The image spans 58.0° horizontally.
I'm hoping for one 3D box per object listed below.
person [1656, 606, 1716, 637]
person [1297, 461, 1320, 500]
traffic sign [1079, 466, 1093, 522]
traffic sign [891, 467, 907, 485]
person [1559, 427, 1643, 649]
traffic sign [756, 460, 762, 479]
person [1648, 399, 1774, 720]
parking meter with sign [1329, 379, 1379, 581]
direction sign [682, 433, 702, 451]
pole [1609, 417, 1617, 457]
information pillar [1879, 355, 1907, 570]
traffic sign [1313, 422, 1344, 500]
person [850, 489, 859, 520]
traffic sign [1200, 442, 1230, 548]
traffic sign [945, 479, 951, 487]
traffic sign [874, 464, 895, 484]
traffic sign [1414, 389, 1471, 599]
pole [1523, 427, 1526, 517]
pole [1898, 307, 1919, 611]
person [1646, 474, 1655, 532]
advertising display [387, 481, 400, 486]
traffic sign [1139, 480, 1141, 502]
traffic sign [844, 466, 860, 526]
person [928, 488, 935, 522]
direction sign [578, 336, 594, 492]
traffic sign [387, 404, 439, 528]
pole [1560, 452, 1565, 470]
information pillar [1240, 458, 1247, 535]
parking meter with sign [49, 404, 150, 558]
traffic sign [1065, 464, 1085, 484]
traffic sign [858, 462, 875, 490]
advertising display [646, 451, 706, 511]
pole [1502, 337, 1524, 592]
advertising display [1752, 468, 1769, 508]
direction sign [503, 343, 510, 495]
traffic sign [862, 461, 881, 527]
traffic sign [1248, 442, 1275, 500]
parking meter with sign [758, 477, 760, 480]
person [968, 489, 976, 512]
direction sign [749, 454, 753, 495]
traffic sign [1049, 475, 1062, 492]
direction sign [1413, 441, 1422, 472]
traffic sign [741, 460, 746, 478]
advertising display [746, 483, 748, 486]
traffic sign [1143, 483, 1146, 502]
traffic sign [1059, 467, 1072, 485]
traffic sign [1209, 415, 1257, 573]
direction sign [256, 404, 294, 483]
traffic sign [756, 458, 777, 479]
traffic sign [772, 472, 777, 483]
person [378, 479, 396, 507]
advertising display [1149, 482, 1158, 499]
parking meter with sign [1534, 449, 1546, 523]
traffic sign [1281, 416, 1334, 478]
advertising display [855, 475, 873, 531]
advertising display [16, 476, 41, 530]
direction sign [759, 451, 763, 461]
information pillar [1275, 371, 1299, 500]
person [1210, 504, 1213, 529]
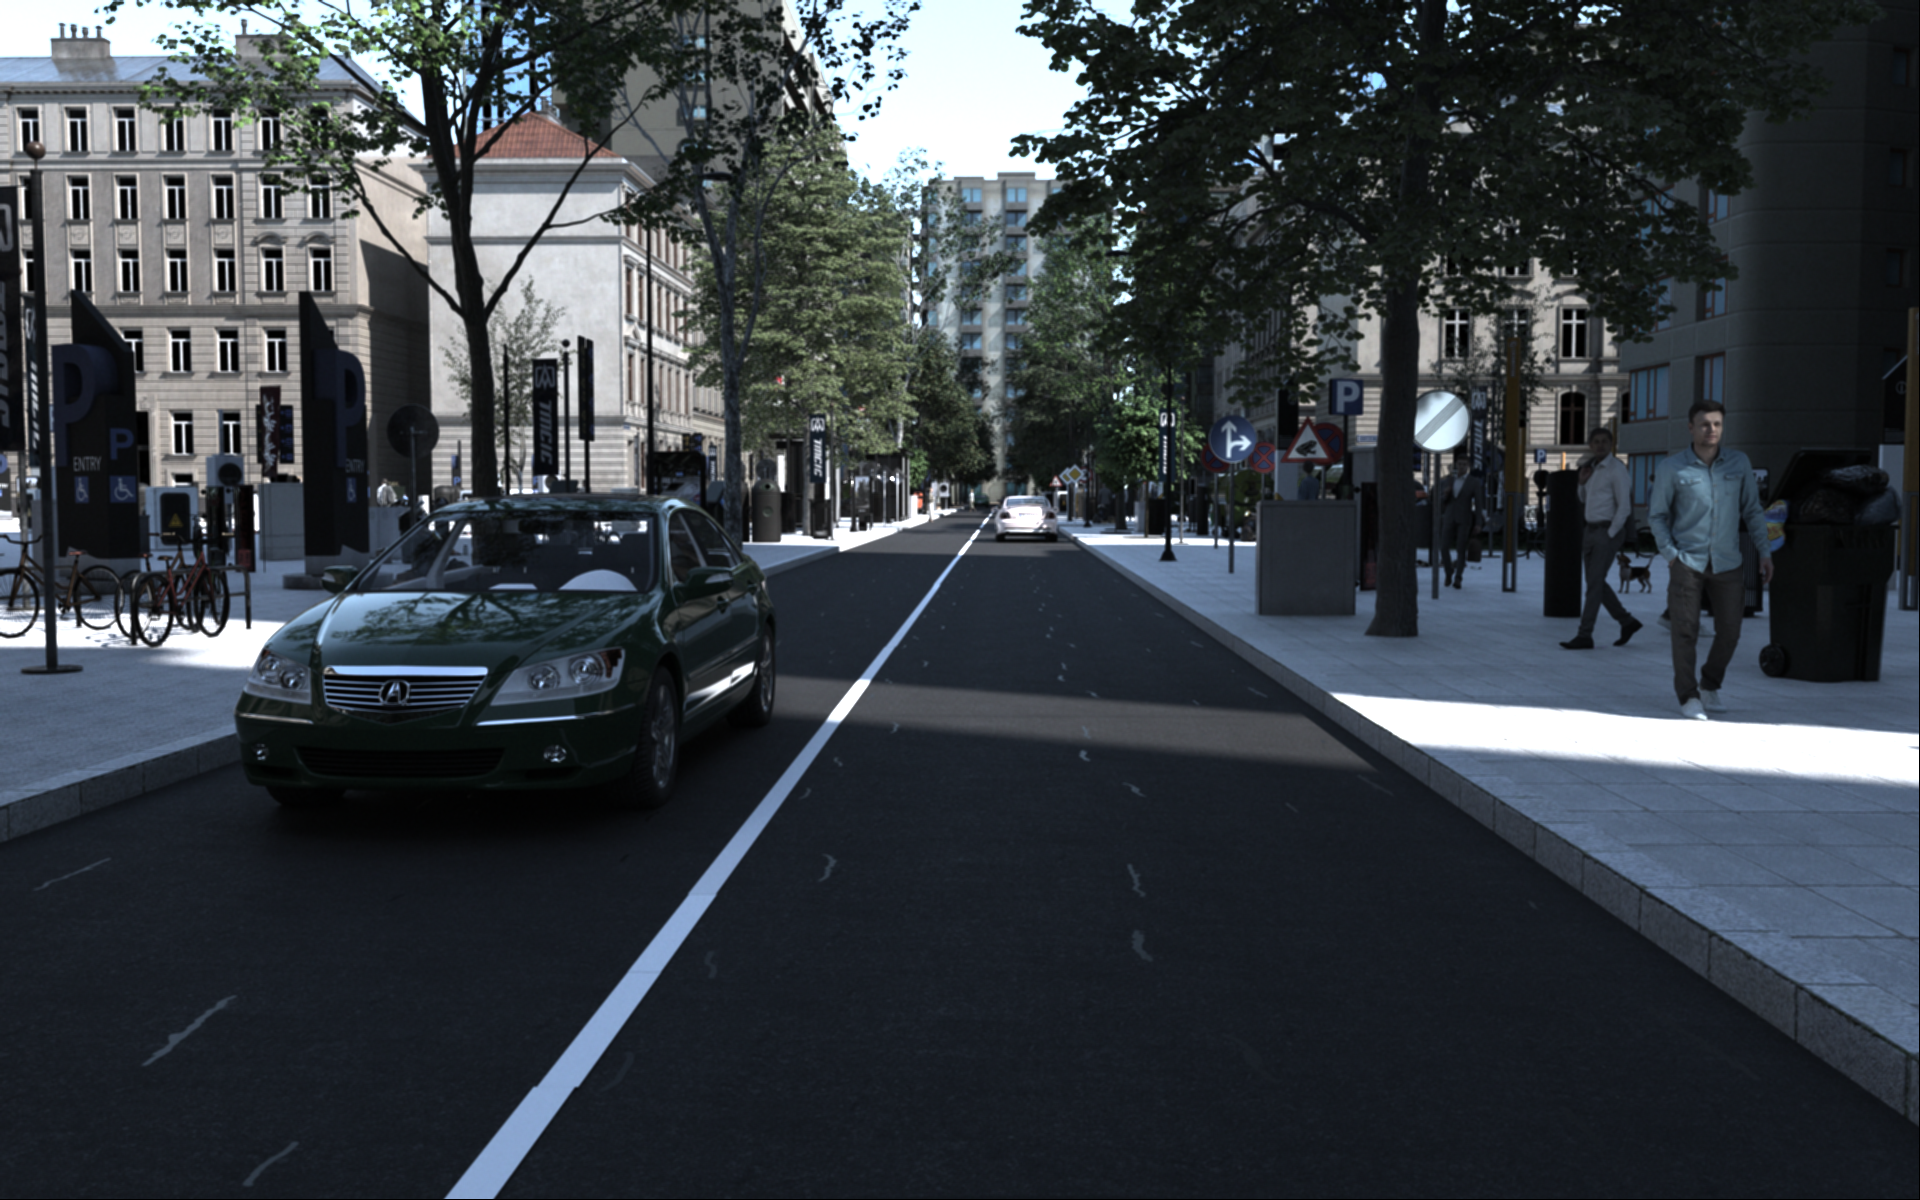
[{"bbox_3d":[6.645,-0.593,15.755,0.620,1.820,0.660,3,4,37],"label":"person"},{"bbox_3d":[5.651,-1.337,27.932,0.581,1.822,0.654,-2,4,-28],"label":"person"},{"bbox_3d":[5.724,-4.858,79.536,0.768,2.556,0.104,0,4,6],"label":"traffic sign"},{"bbox_3d":[-2.725,-4.453,74.992,0.795,2.593,0.064,0,4,2],"label":"traffic sign"},{"bbox_3d":[5.352,-0.509,14.462,0.850,1.850,0.679,-1,4,-16],"label":"person"},{"bbox_3d":[-7.032,-3.827,62.670,0.768,2.556,0.104,1,4,10],"label":"traffic sign"},{"bbox_3d":[4.333,-0.245,10.062,0.660,1.820,0.620,0,4,1],"label":"person"},{"bbox_3d":[6.101,-1.788,25.494,0.543,3.016,1.738,-1,4,-18],"label":"parking meter with sign"},{"bbox_3d":[-9.914,-4.416,64.199,0.876,3.537,0.379,2,4,26],"label":"direction sign"},{"bbox_3d":[17.313,-3.192,46.037,0.158,3.312,0.155,0,3,0],"label":"pole"},{"bbox_3d":[15.713,-2.312,29.148,0.504,3.616,0.183,-1,4,-11],"label":"information pillar"},{"bbox_3d":[6.487,-1.884,30.904,0.768,2.556,0.104,0,4,3],"label":"traffic sign"},{"bbox_3d":[-5.096,-4.799,84.479,0.580,1.828,0.573,0,4,-5],"label":"person"},{"bbox_3d":[6.047,-2.491,40.826,0.768,2.556,0.104,0,4,7],"label":"traffic sign"},{"bbox_3d":[-1.170,-9.088,148.690,0.768,2.556,0.104,0,4,4],"label":"traffic sign"},{"bbox_3d":[-2.939,-3.965,67.010,0.795,2.593,0.064,0,4,2],"label":"traffic sign"},{"bbox_3d":[5.819,-1.286,21.129,0.768,2.556,0.104,0,4,7],"label":"traffic sign"},{"bbox_3d":[17.215,-3.624,53.095,0.158,3.312,0.155,0,3,0],"label":"pole"},{"bbox_3d":[10.481,-1.541,19.038,0.158,3.312,0.155,0,3,0],"label":"pole"},{"bbox_3d":[19.007,-2.530,47.432,0.581,1.822,0.654,-3,4,-36],"label":"person"},{"bbox_3d":[-28.084,-4.930,85.826,0.123,1.923,0.974,1,4,17],"label":"advertising display"},{"bbox_3d":[8.239,-4.846,79.339,0.768,2.556,0.104,0,4,3],"label":"traffic sign"},{"bbox_3d":[-3.942,-3.732,63.146,0.606,2.300,0.079,0,4,4],"label":"traffic sign"},{"bbox_3d":[-1.478,-4.909,89.319,0.362,1.759,0.519,0,4,-6],"label":"person"},{"bbox_3d":[-5.438,-2.034,25.259,0.379,3.537,0.876,0,4,0],"label":"direction sign"},{"bbox_3d":[-7.772,-1.499,24.611,0.768,2.556,0.104,0,4,5],"label":"traffic sign"},{"bbox_3d":[29.432,-5.553,84.640,0.158,3.312,0.155,0,3,0],"label":"pole"},{"bbox_3d":[8.928,-3.854,54.366,0.183,3.616,0.504,1,4,20],"label":"information pillar"},{"bbox_3d":[-16.979,-2.322,34.221,0.543,3.016,1.738,3,4,38],"label":"parking meter with sign"},{"bbox_3d":[4.452,-3.951,66.793,0.795,2.593,0.064,0,4,2],"label":"traffic sign"},{"bbox_3d":[-5.291,-7.055,109.214,2.265,3.308,0.079,0,4,5],"label":"traffic sign"},{"bbox_3d":[-4.282,-1.280,26.142,0.974,1.923,0.123,1,4,22],"label":"advertising display"},{"bbox_3d":[7.219,-1.762,22.659,0.158,3.312,0.155,0,3,0],"label":"pole"},{"bbox_3d":[19.202,-2.264,42.227,0.974,1.923,0.123,0,4,-2],"label":"advertising display"},{"bbox_3d":[-6.925,-2.110,26.497,0.379,3.537,0.876,-1,4,-14],"label":"direction sign"},{"bbox_3d":[-3.437,-4.123,67.525,0.768,2.556,0.104,0,4,8],"label":"traffic sign"},{"bbox_3d":[7.377,-2.569,42.111,0.768,2.556,0.104,0,4,6],"label":"traffic sign"},{"bbox_3d":[-17.110,-9.157,145.982,0.543,3.016,1.738,1,4,17],"label":"parking meter with sign"},{"bbox_3d":[0.955,-7.777,135.875,0.641,1.798,0.478,0,4,2],"label":"person"},{"bbox_3d":[-11.811,-6.485,98.027,0.379,3.537,0.876,-1,4,-20],"label":"direction sign"},{"bbox_3d":[6.428,-7.103,116.143,0.884,2.594,0.081,1,4,9],"label":"traffic sign"},{"bbox_3d":[15.554,-4.164,60.078,0.876,3.537,0.379,1,4,19],"label":"direction sign"},{"bbox_3d":[-8.021,-3.773,61.795,0.768,2.556,0.104,1,4,8],"label":"traffic sign"},{"bbox_3d":[-12.655,-5.757,99.336,0.974,1.923,0.123,0,4,4],"label":"advertising display"},{"bbox_3d":[8.899,-5.110,83.651,0.768,2.556,0.104,0,4,2],"label":"traffic sign"},{"bbox_3d":[4.666,-4.439,74.775,0.795,2.593,0.064,0,4,2],"label":"traffic sign"},{"bbox_3d":[4.406,-1.709,28.046,0.768,2.556,0.104,0,4,4],"label":"traffic sign"},{"bbox_3d":[-17.378,-3.181,44.007,0.876,3.537,0.379,-2,4,-24],"label":"direction sign"},{"bbox_3d":[-6.932,-3.787,62.031,0.768,2.556,0.104,1,4,10],"label":"traffic sign"},{"bbox_3d":[-8.008,-4.470,75.206,0.606,2.300,0.079,1,4,10],"label":"traffic sign"},{"bbox_3d":[-20.679,-3.445,62.474,0.679,1.850,0.850,-1,4,-10],"label":"person"},{"bbox_3d":[8.420,-4.329,75.986,0.123,1.923,0.974,2,4,31],"label":"advertising display"},{"bbox_3d":[22.769,-4.275,66.161,0.543,3.016,1.738,-2,4,-28],"label":"parking meter with sign"},{"bbox_3d":[5.827,-1.779,29.086,0.884,2.594,0.081,1,4,10],"label":"traffic sign"},{"bbox_3d":[-3.348,-3.331,59.668,0.123,1.923,0.974,-3,5,-40],"label":"advertising display"},{"bbox_3d":[-33.456,-3.488,62.245,0.974,1.923,0.123,1,4,15],"label":"advertising display"},{"bbox_3d":[-10.415,-6.050,90.908,0.379,3.537,0.876,-1,4,-19],"label":"direction sign"},{"bbox_3d":[6.161,-2.524,32.614,0.504,3.616,0.183,-2,4,-25],"label":"information pillar"},{"bbox_3d":[9.448,-3.323,64.616,0.306,1.304,0.590,3,4,39],"label":"person"}]
